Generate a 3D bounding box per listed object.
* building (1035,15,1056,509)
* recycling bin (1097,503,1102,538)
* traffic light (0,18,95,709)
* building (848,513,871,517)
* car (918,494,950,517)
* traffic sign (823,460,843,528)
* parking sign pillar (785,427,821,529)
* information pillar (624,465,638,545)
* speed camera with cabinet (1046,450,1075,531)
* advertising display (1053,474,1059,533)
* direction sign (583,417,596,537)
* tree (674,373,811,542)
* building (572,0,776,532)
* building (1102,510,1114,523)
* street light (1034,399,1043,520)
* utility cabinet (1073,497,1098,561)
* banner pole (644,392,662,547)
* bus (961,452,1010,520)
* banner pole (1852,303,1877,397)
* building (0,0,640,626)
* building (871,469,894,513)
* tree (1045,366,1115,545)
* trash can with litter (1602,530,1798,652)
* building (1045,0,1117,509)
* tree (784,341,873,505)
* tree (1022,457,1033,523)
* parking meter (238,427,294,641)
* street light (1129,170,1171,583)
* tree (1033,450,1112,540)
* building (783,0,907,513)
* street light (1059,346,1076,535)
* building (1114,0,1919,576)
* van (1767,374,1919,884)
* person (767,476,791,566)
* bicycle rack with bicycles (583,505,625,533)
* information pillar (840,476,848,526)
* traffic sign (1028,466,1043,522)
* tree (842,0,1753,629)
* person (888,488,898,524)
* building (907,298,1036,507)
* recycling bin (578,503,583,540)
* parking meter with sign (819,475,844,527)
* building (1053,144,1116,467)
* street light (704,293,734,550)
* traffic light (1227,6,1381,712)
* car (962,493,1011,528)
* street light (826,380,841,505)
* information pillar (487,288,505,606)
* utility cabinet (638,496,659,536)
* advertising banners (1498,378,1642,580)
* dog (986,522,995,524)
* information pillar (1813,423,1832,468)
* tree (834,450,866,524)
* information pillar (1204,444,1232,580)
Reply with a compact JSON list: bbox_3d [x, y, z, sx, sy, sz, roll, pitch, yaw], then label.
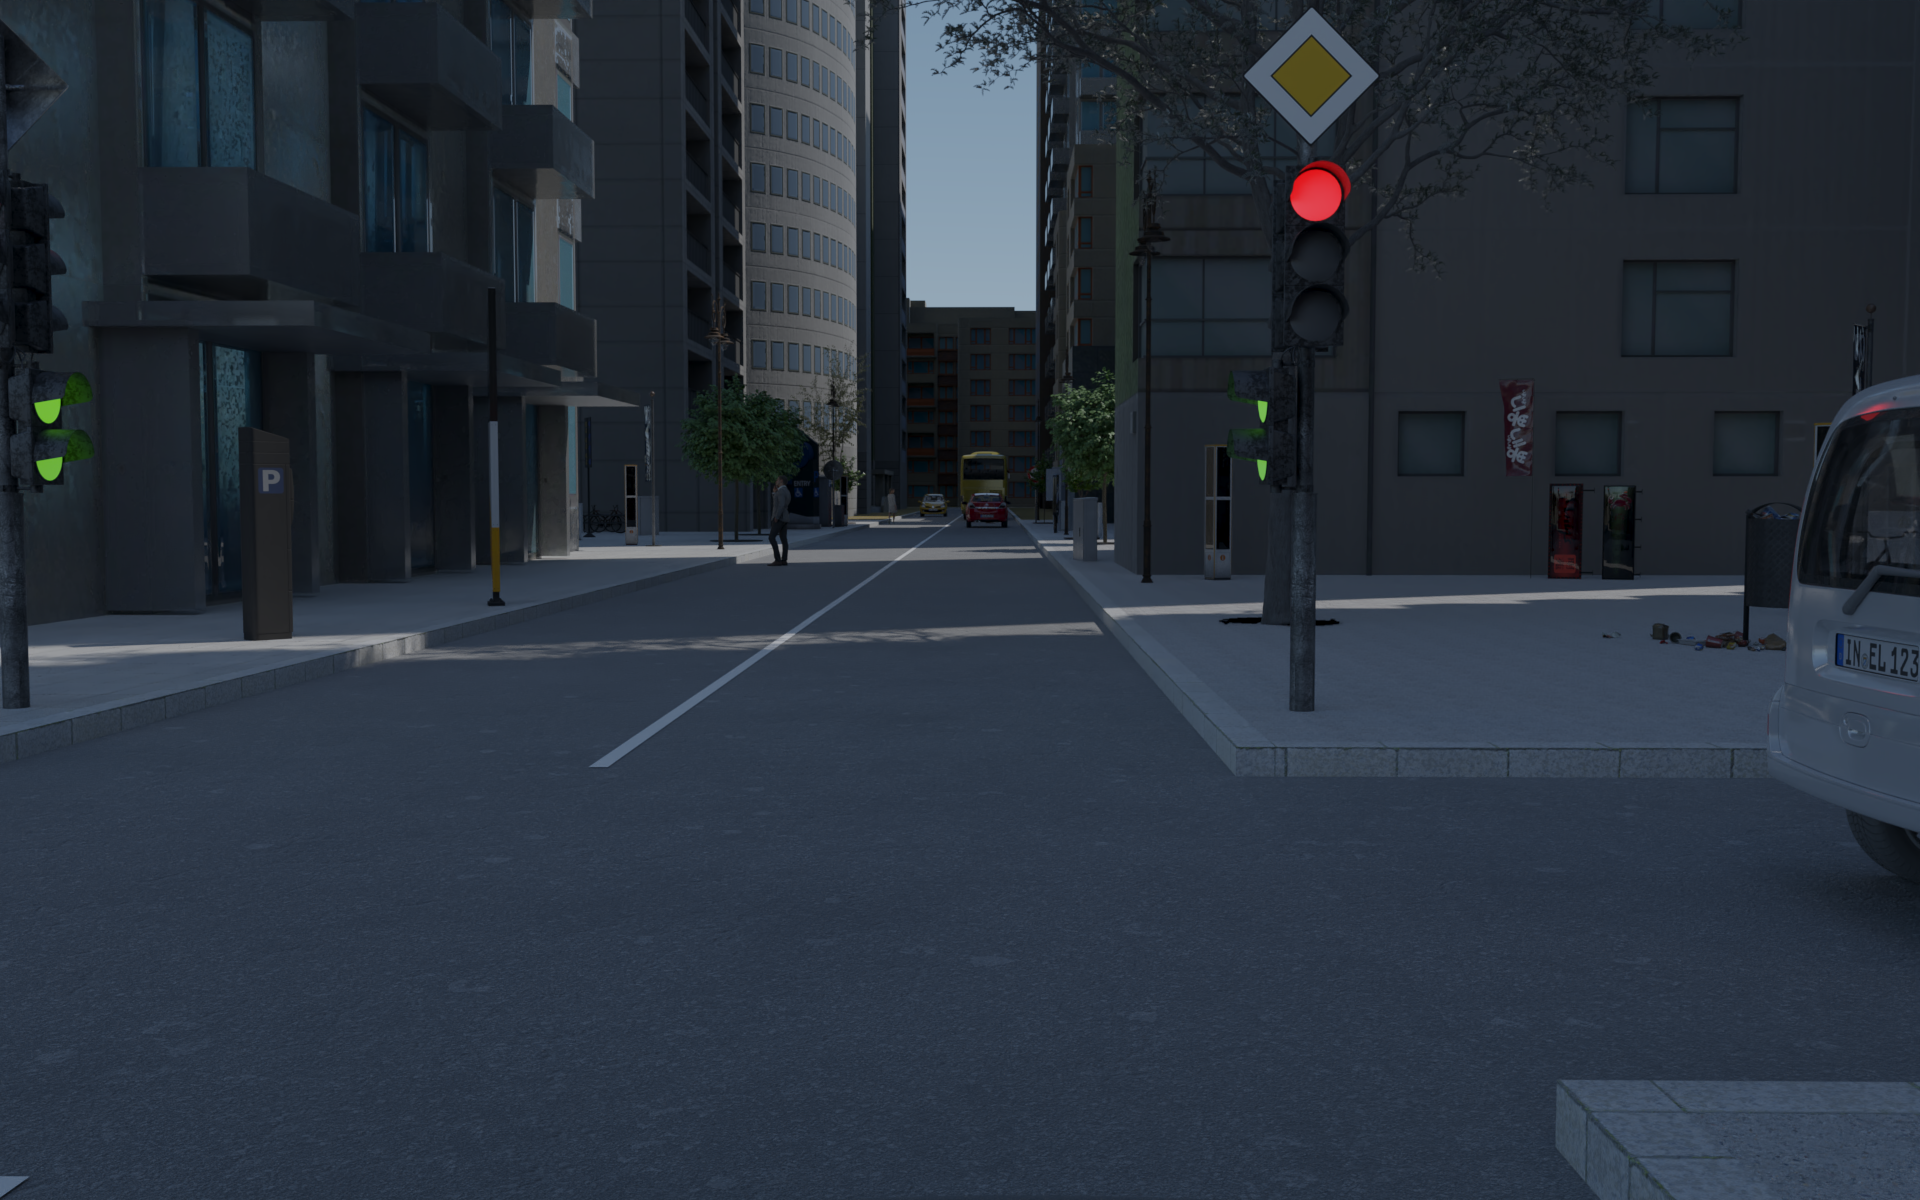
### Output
[{"bbox_3d":[13.743,-30.700,152.060,14.600,45.320,14.200,0,4,1],"label":"building"},{"bbox_3d":[3.810,-2.366,51.241,0.722,1.027,0.722,1,4,13],"label":"recycling bin"},{"bbox_3d":[-5.651,-1.307,10.283,0.839,4.253,0.868,0,4,1],"label":"traffic light"},{"bbox_3d":[-16.621,-34.069,99.028,21.231,58.520,28.212,0,4,1],"label":"building"},{"bbox_3d":[-1.666,-6.123,110.327,2.015,1.641,3.980,0,4,1],"label":"car"},{"bbox_3d":[-4.746,-3.960,64.852,0.768,2.556,0.104,0,4,7],"label":"traffic sign"},{"bbox_3d":[-5.805,-4.578,63.317,1.447,3.967,1.447,2,4,27],"label":"parking sign pillar"},{"bbox_3d":[-8.253,-2.386,43.501,0.304,2.012,0.304,0,4,-8],"label":"information pillar"},{"bbox_3d":[3.514,-4.056,60.647,0.660,3.252,2.038,1,4,17],"label":"speed camera with cabinet"},{"bbox_3d":[3.170,-3.181,57.228,0.123,1.923,0.974,1,4,8],"label":"advertising display"},{"bbox_3d":[-11.001,-3.626,51.290,0.379,3.537,0.876,-1,4,-23],"label":"direction sign"},{"bbox_3d":[-6.035,-3.858,46.797,4.285,4.588,4.351,0,3,0],"label":"tree"},{"bbox_3d":[-17.137,-38.464,67.144,20.563,71.187,20.611,0,4,1],"label":"building"},{"bbox_3d":[15.939,-46.183,67.765,22.319,86.520,31.000,0,4,1],"label":"building"},{"bbox_3d":[3.809,-6.820,84.289,0.468,5.910,1.993,0,4,1],"label":"street light"},{"bbox_3d":[2.409,-1.364,33.463,0.306,1.237,1.020,0,4,-7],"label":"utility cabinet"},{"bbox_3d":[-7.619,-3.214,42.566,0.401,3.779,0.863,-2,4,-27],"label":"banner pole"},{"bbox_3d":[1.457,-6.625,99.870,2.896,3.916,12.252,0,4,2],"label":"bus"},{"bbox_3d":[11.805,-1.999,22.695,0.863,3.779,0.401,-3,5,-44],"label":"banner pole"},{"bbox_3d":[-18.418,-24.798,25.054,23.786,49.044,30.456,0,4,1],"label":"building"},{"bbox_3d":[-21.277,-26.551,125.992,32.217,40.220,23.993,0,4,1],"label":"building"},{"bbox_3d":[3.798,-3.720,44.535,4.285,4.588,4.351,0,3,0],"label":"tree"},{"bbox_3d":[6.622,-0.225,14.743,1.678,1.210,2.233,-3,4,-37],"label":"trash can with litter"},{"bbox_3d":[17.746,-31.191,129.582,23.786,49.044,30.456,0,4,1],"label":"building"},{"bbox_3d":[-6.037,-8.096,82.731,4.360,8.622,3.978,0,3,0],"label":"tree"},{"bbox_3d":[3.524,-4.919,75.025,1.663,3.219,1.824,0,3,0],"label":"tree"},{"bbox_3d":[-6.107,-0.585,15.273,0.255,1.863,0.399,3,5,45],"label":"parking meter"},{"bbox_3d":[2.705,-3.186,24.880,0.468,5.910,1.993,0,4,1],"label":"street light"},{"bbox_3d":[3.355,-3.321,48.904,1.663,3.219,1.824,0,3,0],"label":"tree"},{"bbox_3d":[-18.838,-37.136,149.177,28.212,58.520,21.231,0,4,1],"label":"building"},{"bbox_3d":[3.345,-4.985,54.298,0.468,5.910,1.993,0,4,1],"label":"street light"},{"bbox_3d":[9.950,-21.366,32.930,14.154,41.232,14.086,0,4,1],"label":"building"},{"bbox_3d":[4.950,0.085,5.629,4.112,2.044,2.013,0,4,1],"label":"van"},{"bbox_3d":[-3.620,-1.587,34.630,0.473,1.802,0.592,1,4,23],"label":"person"},{"bbox_3d":[-11.699,-2.667,56.988,2.925,0.926,2.852,0,4,-6],"label":"bicycle rack with bicycles"},{"bbox_3d":[-4.603,-3.931,68.763,0.304,2.012,0.304,0,4,0],"label":"information pillar"},{"bbox_3d":[3.399,-4.724,77.341,0.768,2.556,0.104,0,4,4],"label":"traffic sign"},{"bbox_3d":[3.215,-6.494,16.551,12.009,13.543,11.850,0,3,0],"label":"tree"},{"bbox_3d":[-3.211,-4.452,82.040,0.466,1.731,0.760,0,4,7],"label":"person"},{"bbox_3d":[-5.439,-20.720,183.812,28.899,21.520,27.650,0,4,1],"label":"building"},{"bbox_3d":[-10.884,-2.179,48.179,0.722,1.027,0.722,-1,4,-8],"label":"recycling bin"},{"bbox_3d":[-5.379,-4.362,67.585,1.738,3.016,0.543,1,4,17],"label":"parking meter with sign"},{"bbox_3d":[19.731,-15.595,100.017,27.650,21.520,28.899,0,4,1],"label":"building"},{"bbox_3d":[-5.543,-4.108,39.955,0.468,5.910,1.993,0,4,1],"label":"street light"},{"bbox_3d":[2.009,-1.299,10.156,0.839,4.253,0.868,0,4,1],"label":"traffic light"},{"bbox_3d":[1.151,-4.039,75.081,2.155,1.783,4.494,0,4,0],"label":"car"},{"bbox_3d":[-5.071,-5.908,69.377,0.468,5.910,1.993,0,4,1],"label":"street light"},{"bbox_3d":[-5.375,-1.749,19.948,0.183,3.616,0.504,-1,4,-17],"label":"information pillar"},{"bbox_3d":[-9.778,-2.616,53.932,0.306,1.237,1.020,2,4,24],"label":"utility cabinet"},{"bbox_3d":[9.163,-1.828,26.072,2.074,3.025,0.090,1,4,20],"label":"advertising banners"},{"bbox_3d":[1.502,-3.927,84.400,0.550,0.427,0.748,1,4,10],"label":"dog"},{"bbox_3d":[9.035,-0.821,17.918,0.304,2.012,0.304,-2,4,-34],"label":"information pillar"},{"bbox_3d":[-5.098,-4.934,75.273,1.663,3.219,1.824,0,3,0],"label":"tree"},{"bbox_3d":[3.853,-1.306,25.840,0.304,2.012,0.304,-1,4,-22],"label":"information pillar"}]
